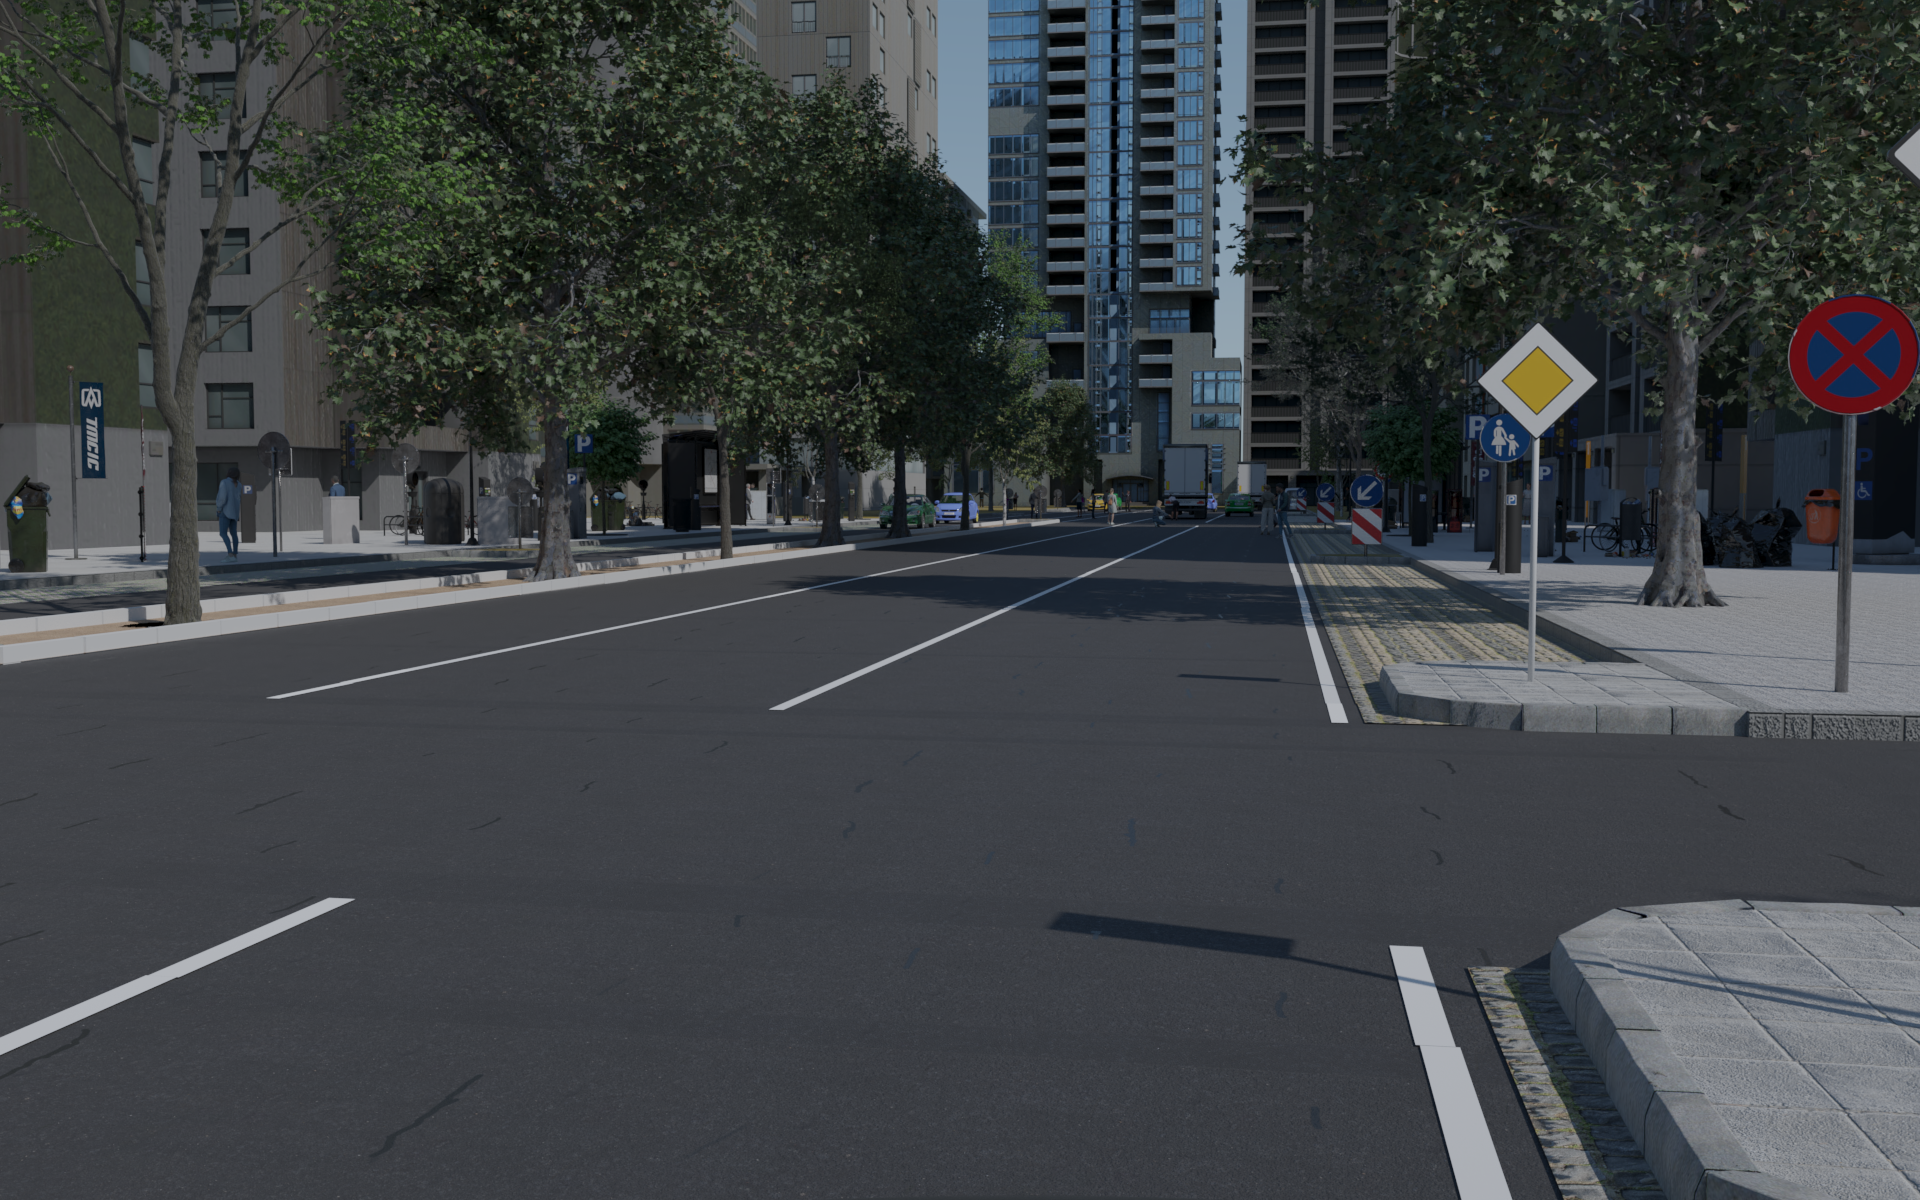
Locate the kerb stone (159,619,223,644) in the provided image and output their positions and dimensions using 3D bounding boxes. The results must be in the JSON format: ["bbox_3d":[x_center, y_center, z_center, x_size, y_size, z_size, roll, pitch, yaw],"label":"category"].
[{"bbox_3d":[-7.638,0.314,17.065,0.120,0.150,1.000,1,4,10],"label":"kerb stone"}]

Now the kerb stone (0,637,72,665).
[{"bbox_3d":[-8.002,0.439,15.038,0.120,0.150,1.000,1,4,10],"label":"kerb stone"}]

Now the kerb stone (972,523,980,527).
[{"bbox_3d":[0.623,-3.226,74.961,0.120,0.150,1.000,1,4,10],"label":"kerb stone"}]

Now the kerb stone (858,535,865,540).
[{"bbox_3d":[-3.186,-1.928,53.763,0.120,0.150,1.000,1,4,10],"label":"kerb stone"}]

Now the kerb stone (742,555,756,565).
[{"bbox_3d":[-4.395,-0.796,35.211,0.120,0.150,1.000,1,4,10],"label":"kerb stone"}]

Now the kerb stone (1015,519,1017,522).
[{"bbox_3d":[2.611,-3.900,86.057,0.120,0.150,1.000,1,4,10],"label":"kerb stone"}]

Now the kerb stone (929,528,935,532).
[{"bbox_3d":[-1.195,-2.605,64.850,0.120,0.150,1.000,1,4,10],"label":"kerb stone"}]

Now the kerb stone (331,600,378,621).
[{"bbox_3d":[-7.098,0.132,20.096,0.120,0.150,1.000,1,4,10],"label":"kerb stone"}]

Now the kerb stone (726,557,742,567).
[{"bbox_3d":[-4.568,-0.734,34.192,0.120,0.150,1.000,1,4,10],"label":"kerb stone"}]

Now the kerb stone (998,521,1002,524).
[{"bbox_3d":[1.705,-3.597,81.011,0.120,0.150,1.000,1,4,10],"label":"kerb stone"}]

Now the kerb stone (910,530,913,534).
[{"bbox_3d":[-1.915,-2.362,60.816,0.120,0.150,1.000,1,4,10],"label":"kerb stone"}]

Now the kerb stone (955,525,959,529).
[{"bbox_3d":[-0.295,-2.917,69.885,0.120,0.150,1.000,1,4,10],"label":"kerb stone"}]

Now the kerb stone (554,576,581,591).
[{"bbox_3d":[-6.010,-0.241,26.136,0.120,0.150,1.000,1,4,10],"label":"kerb stone"}]

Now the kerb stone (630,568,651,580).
[{"bbox_3d":[-5.472,-0.423,29.155,0.120,0.150,1.000,1,4,10],"label":"kerb stone"}]

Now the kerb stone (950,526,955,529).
[{"bbox_3d":[-0.465,-2.855,68.877,0.120,0.150,1.000,1,4,10],"label":"kerb stone"}]

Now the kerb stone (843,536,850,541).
[{"bbox_3d":[-3.546,-1.807,51.747,0.120,0.150,1.000,1,4,10],"label":"kerb stone"}]

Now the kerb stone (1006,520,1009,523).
[{"bbox_3d":[2.071,-3.720,83.025,0.120,0.150,1.000,1,4,10],"label":"kerb stone"}]

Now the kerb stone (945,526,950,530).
[{"bbox_3d":[-0.653,-2.794,67.872,0.120,0.150,1.000,1,4,10],"label":"kerb stone"}]

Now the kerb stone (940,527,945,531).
[{"bbox_3d":[-0.832,-2.731,66.865,0.120,0.150,1.000,1,4,10],"label":"kerb stone"}]

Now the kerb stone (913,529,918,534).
[{"bbox_3d":[-1.739,-2.421,61.824,0.120,0.150,1.000,1,4,10],"label":"kerb stone"}]

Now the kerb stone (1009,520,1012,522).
[{"bbox_3d":[2.251,-3.780,84.039,0.120,0.150,1.000,1,4,10],"label":"kerb stone"}]

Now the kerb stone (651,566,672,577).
[{"bbox_3d":[-5.293,-0.487,30.162,0.120,0.150,1.000,1,4,10],"label":"kerb stone"}]

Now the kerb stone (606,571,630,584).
[{"bbox_3d":[-5.642,-0.364,28.147,0.120,0.150,1.000,1,4,10],"label":"kerb stone"}]

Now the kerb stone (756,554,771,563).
[{"bbox_3d":[-4.202,-0.858,36.225,0.120,0.150,1.000,1,4,10],"label":"kerb stone"}]

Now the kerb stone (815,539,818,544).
[{"bbox_3d":[-4.090,-1.623,48.727,0.120,0.150,1.000,1,4,10],"label":"kerb stone"}]

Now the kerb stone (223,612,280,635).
[{"bbox_3d":[-7.464,0.252,18.073,0.120,0.150,1.000,1,4,10],"label":"kerb stone"}]

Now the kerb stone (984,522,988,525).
[{"bbox_3d":[0.986,-3.350,76.973,0.120,0.150,1.000,1,4,10],"label":"kerb stone"}]

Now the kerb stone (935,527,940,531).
[{"bbox_3d":[-1.018,-2.670,65.856,0.120,0.150,1.000,1,4,10],"label":"kerb stone"}]

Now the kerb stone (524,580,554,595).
[{"bbox_3d":[-6.192,-0.174,25.130,0.120,0.150,1.000,1,4,10],"label":"kerb stone"}]

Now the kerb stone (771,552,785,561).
[{"bbox_3d":[-4.018,-0.918,37.233,0.120,0.150,1.000,1,4,10],"label":"kerb stone"}]

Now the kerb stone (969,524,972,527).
[{"bbox_3d":[0.256,-3.101,72.933,0.120,0.150,1.000,1,4,10],"label":"kerb stone"}]

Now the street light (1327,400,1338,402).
[{"bbox_3d":[18.716,-6.904,85.429,1.470,5.913,1.316,1,4,10],"label":"street light"}]

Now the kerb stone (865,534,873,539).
[{"bbox_3d":[-3.008,-1.989,54.769,0.120,0.150,1.000,1,4,10],"label":"kerb stone"}]

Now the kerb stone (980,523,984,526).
[{"bbox_3d":[0.804,-3.289,75.967,0.120,0.150,1.000,1,4,10],"label":"kerb stone"}]

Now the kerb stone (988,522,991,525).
[{"bbox_3d":[1.165,-3.412,77.980,0.120,0.150,1.000,1,4,10],"label":"kerb stone"}]

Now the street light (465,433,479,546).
[{"bbox_3d":[-11.634,-4.305,42.935,1.470,5.913,1.316,1,4,10],"label":"street light"}]

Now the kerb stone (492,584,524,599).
[{"bbox_3d":[-6.382,-0.110,24.125,0.120,0.150,1.000,1,4,10],"label":"kerb stone"}]

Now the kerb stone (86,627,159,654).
[{"bbox_3d":[-7.820,0.375,16.059,0.120,0.150,1.000,1,4,10],"label":"kerb stone"}]

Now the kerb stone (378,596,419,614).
[{"bbox_3d":[-6.918,0.067,21.104,0.120,0.150,1.000,1,4,10],"label":"kerb stone"}]

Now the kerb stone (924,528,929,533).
[{"bbox_3d":[-1.380,-2.547,63.844,0.120,0.150,1.000,1,4,10],"label":"kerb stone"}]

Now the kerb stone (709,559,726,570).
[{"bbox_3d":[-4.748,-0.670,33.180,0.120,0.150,1.000,1,4,10],"label":"kerb stone"}]

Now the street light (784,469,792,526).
[{"bbox_3d":[-6.504,-5.995,70.564,1.470,5.913,1.316,1,4,10],"label":"street light"}]

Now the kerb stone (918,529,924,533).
[{"bbox_3d":[-1.558,-2.485,62.830,0.120,0.150,1.000,1,4,10],"label":"kerb stone"}]

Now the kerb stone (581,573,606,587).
[{"bbox_3d":[-5.829,-0.303,27.142,0.120,0.150,1.000,1,4,10],"label":"kerb stone"}]

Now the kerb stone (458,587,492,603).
[{"bbox_3d":[-6.554,-0.056,23.116,0.120,0.150,1.000,1,4,10],"label":"kerb stone"}]

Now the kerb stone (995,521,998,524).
[{"bbox_3d":[1.523,-3.533,80.006,0.120,0.150,1.000,1,4,10],"label":"kerb stone"}]

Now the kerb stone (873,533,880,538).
[{"bbox_3d":[-2.829,-2.054,55.779,0.120,0.150,1.000,1,4,10],"label":"kerb stone"}]

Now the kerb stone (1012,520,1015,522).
[{"bbox_3d":[2.428,-3.843,85.045,0.120,0.150,1.000,1,4,10],"label":"kerb stone"}]

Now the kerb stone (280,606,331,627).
[{"bbox_3d":[-7.281,0.191,19.086,0.120,0.150,1.000,1,4,10],"label":"kerb stone"}]

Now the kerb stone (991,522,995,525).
[{"bbox_3d":[1.337,-3.472,78.993,0.120,0.150,1.000,1,4,10],"label":"kerb stone"}]

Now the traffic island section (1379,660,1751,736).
[{"bbox_3d":[3.948,0.639,11.840,2.009,0.180,2.903,1,4,10],"label":"traffic island section"}]

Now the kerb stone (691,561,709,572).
[{"bbox_3d":[-4.925,-0.610,32.173,0.120,0.150,1.000,1,4,10],"label":"kerb stone"}]

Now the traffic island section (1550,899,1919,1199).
[{"bbox_3d":[2.536,1.119,3.980,2.009,0.180,2.903,1,4,10],"label":"traffic island section"}]

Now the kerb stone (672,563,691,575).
[{"bbox_3d":[-5.109,-0.547,31.167,0.120,0.150,1.000,1,4,10],"label":"kerb stone"}]

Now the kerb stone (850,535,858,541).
[{"bbox_3d":[-3.367,-1.869,52.754,0.120,0.150,1.000,1,4,10],"label":"kerb stone"}]

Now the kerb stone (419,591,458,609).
[{"bbox_3d":[-6.735,0.005,22.110,0.120,0.150,1.000,1,4,10],"label":"kerb stone"}]

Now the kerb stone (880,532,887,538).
[{"bbox_3d":[-2.643,-2.116,56.784,0.120,0.150,1.000,1,4,10],"label":"kerb stone"}]
